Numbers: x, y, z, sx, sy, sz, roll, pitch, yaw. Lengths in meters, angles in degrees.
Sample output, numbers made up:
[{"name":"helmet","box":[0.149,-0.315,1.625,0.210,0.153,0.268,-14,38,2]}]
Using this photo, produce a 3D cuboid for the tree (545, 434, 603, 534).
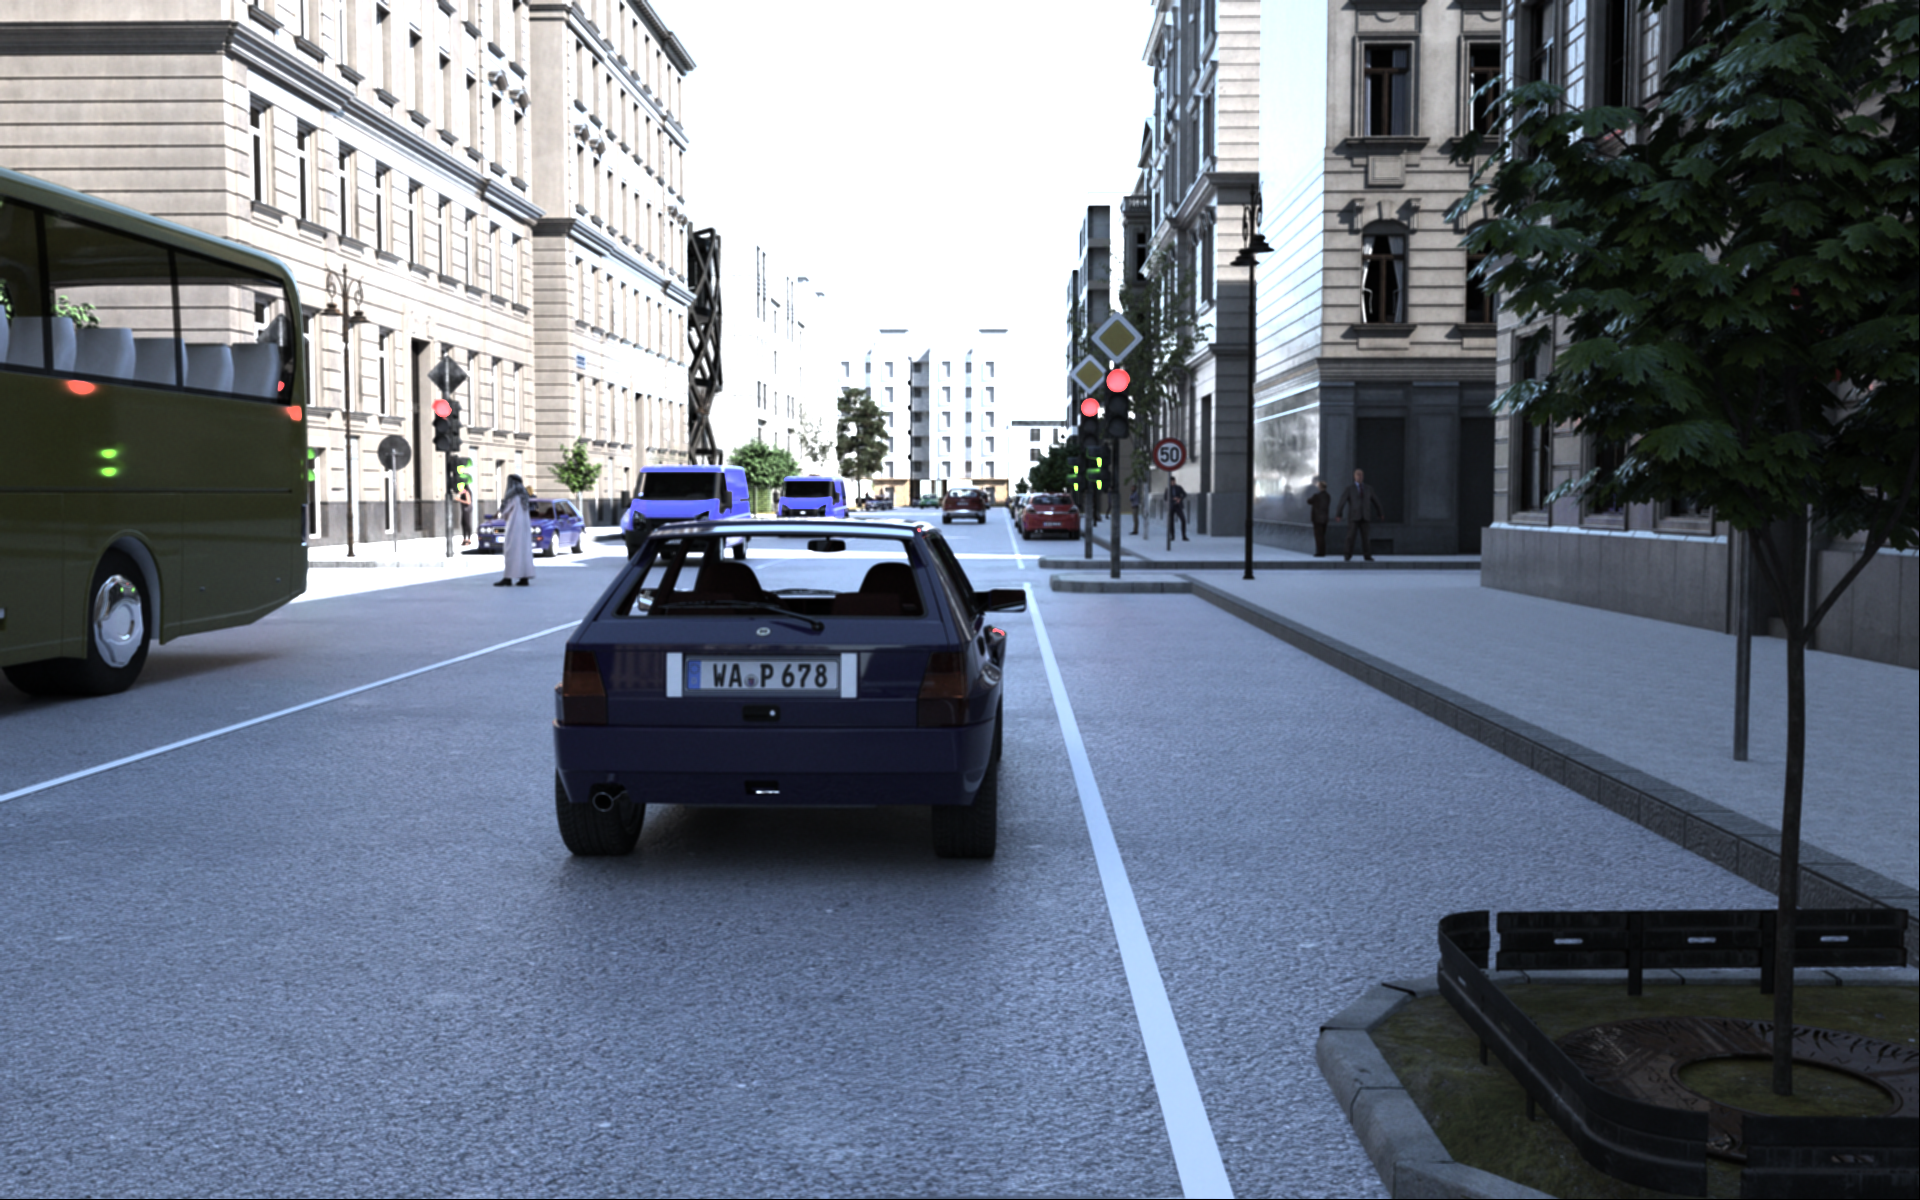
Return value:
[{"name":"tree","box":[-12.317,-3.772,56.267,1.663,3.219,1.824,0,3,0]}]

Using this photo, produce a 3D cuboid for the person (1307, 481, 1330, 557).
[{"name":"person","box":[7.338,-1.659,35.445,0.482,1.546,0.388,-2,4,-34]}]

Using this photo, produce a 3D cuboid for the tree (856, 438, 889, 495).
[{"name":"tree","box":[-9.612,-14.495,187.352,4.737,8.622,4.395,0,3,0]}]

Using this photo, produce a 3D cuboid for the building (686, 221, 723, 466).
[{"name":"building","box":[-21.822,-13.943,95.416,16.820,18.784,16.811,0,4,1]}]

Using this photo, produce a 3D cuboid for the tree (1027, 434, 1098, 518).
[{"name":"tree","box":[5.938,-6.769,94.390,4.285,4.588,4.351,0,3,0]}]

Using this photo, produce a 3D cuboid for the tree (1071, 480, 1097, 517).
[{"name":"tree","box":[6.818,-6.368,98.715,1.663,3.219,1.824,0,3,0]}]

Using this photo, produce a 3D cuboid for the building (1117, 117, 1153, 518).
[{"name":"building","box":[15.669,-16.690,91.959,14.460,24.649,34.723,0,4,1]}]

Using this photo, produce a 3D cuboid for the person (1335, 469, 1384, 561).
[{"name":"person","box":[7.691,-1.631,33.259,0.990,1.755,0.434,0,4,-4]}]

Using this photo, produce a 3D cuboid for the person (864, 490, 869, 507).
[{"name":"person","box":[-9.082,-9.848,168.534,0.415,1.643,0.593,1,4,21]}]

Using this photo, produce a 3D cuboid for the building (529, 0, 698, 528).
[{"name":"building","box":[-19.452,-16.937,74.176,12.463,27.353,25.104,0,4,1]}]

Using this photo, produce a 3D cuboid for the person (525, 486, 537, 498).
[{"name":"person","box":[-12.182,-2.473,49.011,0.480,1.512,0.613,-1,4,-13]}]

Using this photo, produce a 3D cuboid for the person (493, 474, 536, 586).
[{"name":"person","box":[-6.959,-1.097,27.100,0.621,1.740,0.551,0,4,2]}]

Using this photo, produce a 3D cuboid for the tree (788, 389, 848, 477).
[{"name":"tree","box":[-10.040,-10.482,121.749,4.360,8.622,3.978,0,3,0]}]

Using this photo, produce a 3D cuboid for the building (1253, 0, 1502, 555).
[{"name":"building","box":[16.469,-11.677,40.077,18.267,20.994,9.793,0,4,1]}]

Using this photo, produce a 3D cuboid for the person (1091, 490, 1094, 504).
[{"name":"person","box":[8.145,-6.142,108.678,0.471,1.553,0.569,-2,4,-35]}]

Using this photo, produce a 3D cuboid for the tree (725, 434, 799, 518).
[{"name":"tree","box":[-11.122,-6.779,94.544,4.285,4.588,4.351,0,3,0]}]

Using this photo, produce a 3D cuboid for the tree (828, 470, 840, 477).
[{"name":"tree","box":[-10.197,-8.850,139.303,1.663,3.219,1.824,0,3,0]}]

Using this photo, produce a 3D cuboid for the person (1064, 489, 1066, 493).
[{"name":"person","box":[8.450,-8.344,143.271,0.742,1.727,0.445,1,4,19]}]

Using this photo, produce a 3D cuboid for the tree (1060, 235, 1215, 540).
[{"name":"tree","box":[5.014,-6.012,48.655,4.737,8.622,4.395,0,3,0]}]

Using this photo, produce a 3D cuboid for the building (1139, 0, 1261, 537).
[{"name":"building","box":[14.026,-16.812,62.261,14.401,28.519,23.554,0,4,1]}]

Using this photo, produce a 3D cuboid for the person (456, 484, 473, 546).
[{"name":"person","box":[-12.202,-2.142,42.541,0.593,1.643,0.415,2,4,33]}]

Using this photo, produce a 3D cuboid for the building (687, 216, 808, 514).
[{"name":"building","box":[-21.204,-15.899,126.411,16.747,18.905,31.486,0,4,1]}]

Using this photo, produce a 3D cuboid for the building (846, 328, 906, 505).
[{"name":"building","box":[-11.301,-21.237,203.649,11.380,20.091,16.016,0,4,1]}]

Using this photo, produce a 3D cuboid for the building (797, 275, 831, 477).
[{"name":"building","box":[-19.806,-17.818,147.740,16.016,20.091,11.380,0,4,1]}]

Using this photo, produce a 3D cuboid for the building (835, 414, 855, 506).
[{"name":"building","box":[-25.214,-14.583,180.582,28.070,9.664,9.099,0,4,1]}]

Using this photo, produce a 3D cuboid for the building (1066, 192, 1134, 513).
[{"name":"building","box":[22.918,-17.697,133.314,27.936,21.610,32.646,0,4,1]}]

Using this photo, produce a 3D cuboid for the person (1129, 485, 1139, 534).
[{"name":"person","box":[5.534,-2.874,55.091,0.319,1.574,0.516,1,4,19]}]

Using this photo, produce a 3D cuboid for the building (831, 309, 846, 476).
[{"name":"building","box":[-19.293,-18.512,159.090,16.016,20.091,11.380,0,4,1]}]

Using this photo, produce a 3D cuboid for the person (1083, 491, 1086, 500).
[{"name":"person","box":[8.437,-6.587,113.758,0.705,1.823,1.348,-2,4,-27]}]

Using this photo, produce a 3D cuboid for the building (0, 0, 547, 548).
[{"name":"building","box":[-20.802,-15.360,48.393,12.463,27.353,25.104,0,4,1]}]

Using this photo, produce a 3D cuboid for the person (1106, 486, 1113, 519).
[{"name":"person","box":[7.822,-5.048,89.491,0.530,1.710,0.541,-1,4,-13]}]

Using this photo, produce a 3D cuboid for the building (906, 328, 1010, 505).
[{"name":"building","box":[0.102,-21.226,203.467,11.380,20.091,16.016,0,4,1]}]

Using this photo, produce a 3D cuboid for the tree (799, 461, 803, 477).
[{"name":"tree","box":[-11.496,-7.594,107.876,4.285,4.588,4.351,0,3,0]}]

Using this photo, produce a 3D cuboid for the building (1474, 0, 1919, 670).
[{"name":"building","box":[11.743,-9.158,14.361,10.561,19.102,19.286,0,4,1]}]

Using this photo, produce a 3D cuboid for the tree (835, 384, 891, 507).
[{"name":"tree","box":[-9.995,-15.209,170.728,6.751,12.117,7.091,0,3,0]}]

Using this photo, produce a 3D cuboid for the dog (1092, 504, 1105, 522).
[{"name":"dog","box":[6.457,-4.058,80.722,0.800,0.831,0.513,1,4,14]}]

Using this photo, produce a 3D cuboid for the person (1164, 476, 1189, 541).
[{"name":"person","box":[5.968,-2.516,47.628,0.683,1.767,0.568,0,4,0]}]
